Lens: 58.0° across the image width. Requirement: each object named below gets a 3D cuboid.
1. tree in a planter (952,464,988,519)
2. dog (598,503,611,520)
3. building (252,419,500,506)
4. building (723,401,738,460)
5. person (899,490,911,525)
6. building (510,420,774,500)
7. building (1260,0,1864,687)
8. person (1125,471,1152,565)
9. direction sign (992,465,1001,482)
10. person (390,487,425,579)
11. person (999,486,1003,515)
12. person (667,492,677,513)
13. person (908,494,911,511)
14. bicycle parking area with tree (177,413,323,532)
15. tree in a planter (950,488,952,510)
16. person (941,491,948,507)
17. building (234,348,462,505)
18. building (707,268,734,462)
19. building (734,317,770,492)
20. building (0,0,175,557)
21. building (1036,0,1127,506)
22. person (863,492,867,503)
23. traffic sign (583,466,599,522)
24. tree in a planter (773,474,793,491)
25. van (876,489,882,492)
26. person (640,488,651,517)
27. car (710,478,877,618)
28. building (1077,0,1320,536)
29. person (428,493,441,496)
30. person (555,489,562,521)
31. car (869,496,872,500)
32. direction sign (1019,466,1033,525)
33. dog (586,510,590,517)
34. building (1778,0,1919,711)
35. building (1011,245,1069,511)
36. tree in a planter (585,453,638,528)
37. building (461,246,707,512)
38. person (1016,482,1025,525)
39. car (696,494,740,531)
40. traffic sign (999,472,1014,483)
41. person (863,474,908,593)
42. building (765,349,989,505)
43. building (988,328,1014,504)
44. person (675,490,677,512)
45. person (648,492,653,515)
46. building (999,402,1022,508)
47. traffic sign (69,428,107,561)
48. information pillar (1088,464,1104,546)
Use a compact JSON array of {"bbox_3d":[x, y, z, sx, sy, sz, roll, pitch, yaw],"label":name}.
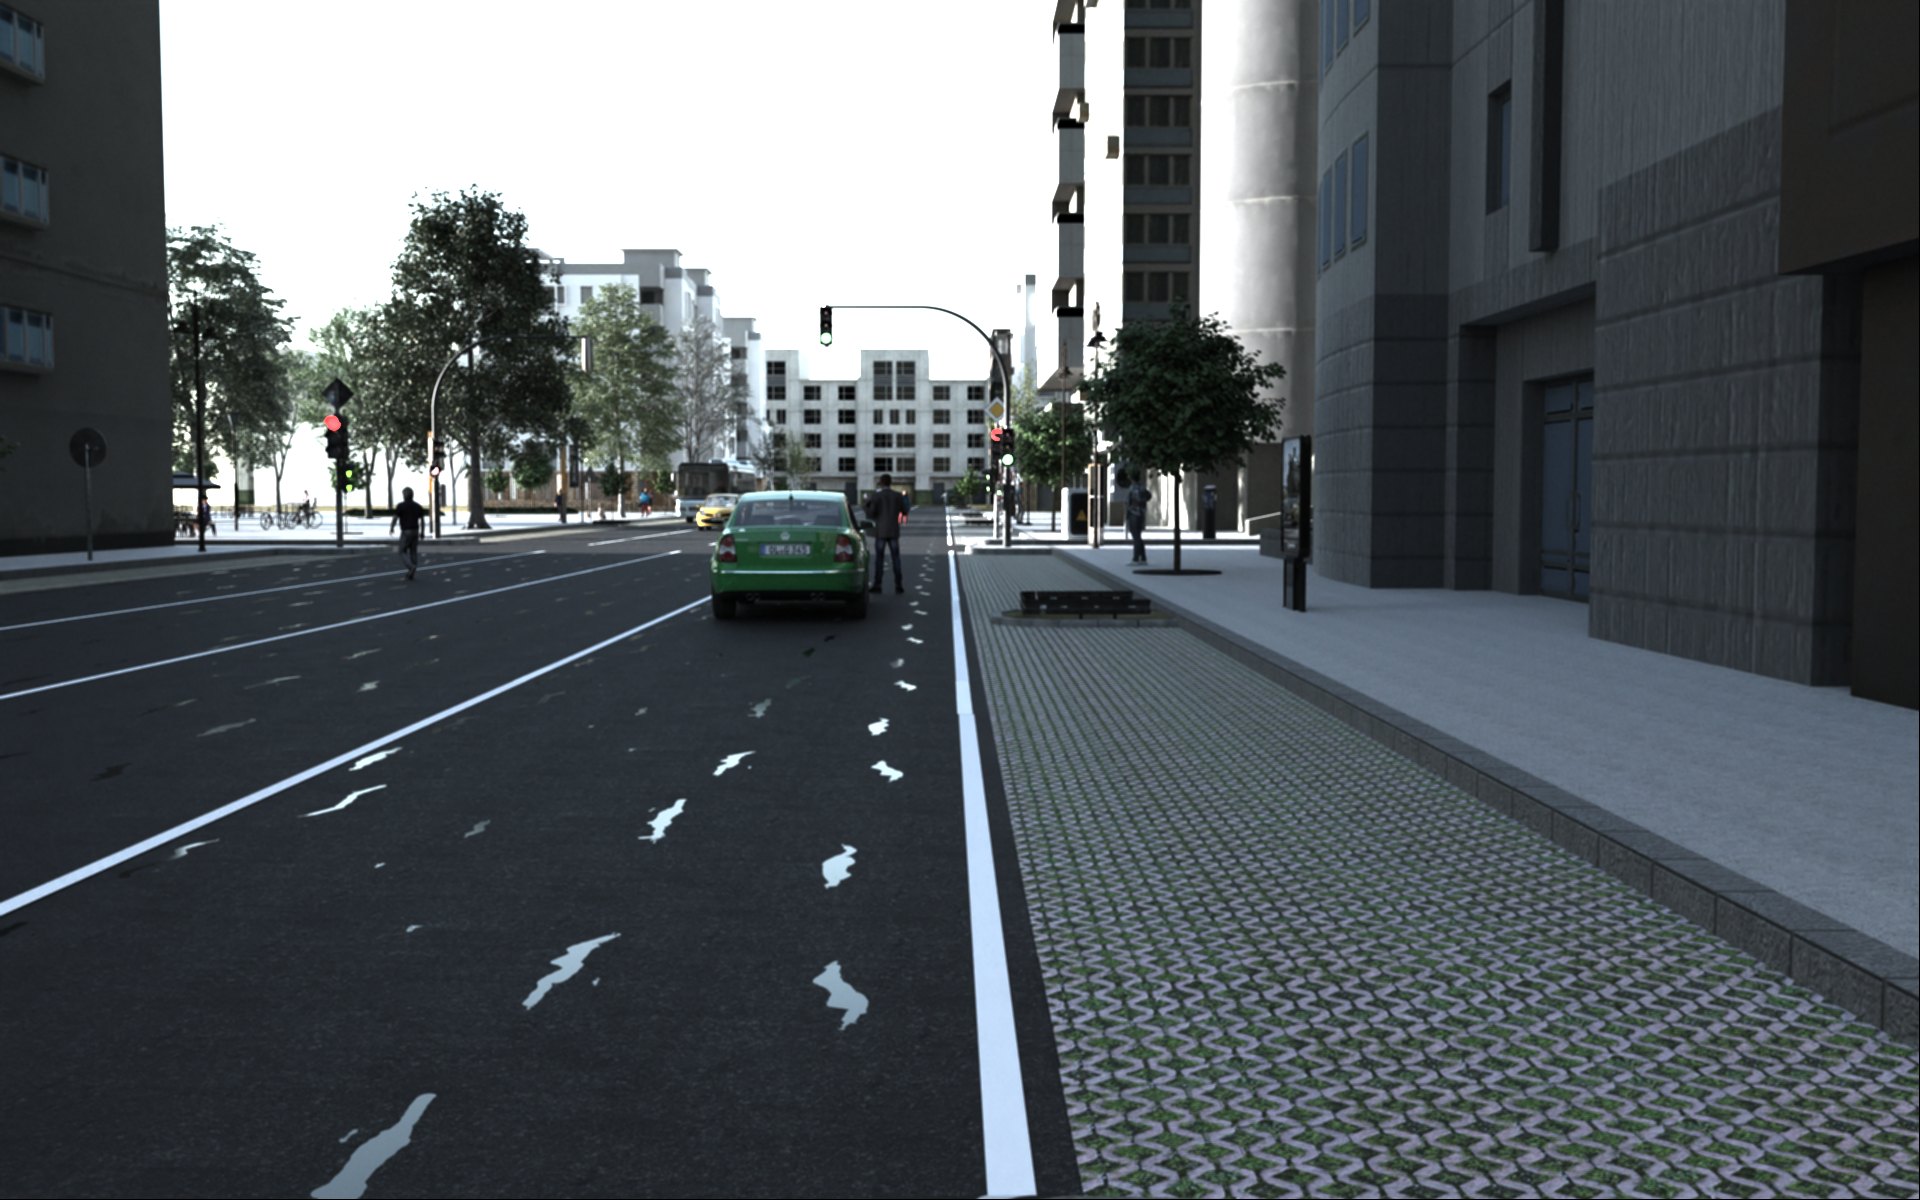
[{"bbox_3d":[0.656,-6.378,101.506,1.991,3.239,1.994,0,4,0],"label":"tree in a planter"},{"bbox_3d":[-17.853,-4.438,86.937,0.800,0.831,0.513,-3,4,-37],"label":"dog"},{"bbox_3d":[-63.537,-15.418,194.227,28.070,9.664,9.099,0,4,0],"label":"building"},{"bbox_3d":[-25.465,-13.515,163.114,9.099,9.664,28.070,0,4,0],"label":"building"},{"bbox_3d":[-2.573,-4.249,79.667,0.593,1.614,0.444,1,4,19],"label":"person"},{"bbox_3d":[-35.478,-15.502,195.598,28.070,9.664,9.099,0,4,0],"label":"building"},{"bbox_3d":[16.042,-29.469,23.815,21.231,58.520,28.212,0,4,0],"label":"building"},{"bbox_3d":[3.189,-1.492,31.166,0.376,1.734,0.841,2,4,28],"label":"person"},{"bbox_3d":[2.425,-7.554,115.511,0.379,3.537,0.876,3,5,44],"label":"direction sign"},{"bbox_3d":[-9.329,-1.130,29.181,0.569,1.553,0.471,-1,4,-11],"label":"person"},{"bbox_3d":[2.593,-6.047,105.053,0.789,1.805,0.875,1,4,14],"label":"person"},{"bbox_3d":[-19.782,-6.763,119.811,0.799,1.438,0.628,-2,4,-27],"label":"person"},{"bbox_3d":[-4.358,-8.271,146.969,0.421,1.427,0.697,-1,4,-20],"label":"person"},{"bbox_3d":[-28.202,-4.594,62.119,8.231,4.147,9.016,2,4,25],"label":"bicycle parking area with tree"},{"bbox_3d":[0.241,-9.453,151.779,1.991,3.239,1.994,0,4,0],"label":"tree in a planter"},{"bbox_3d":[-1.567,-11.614,198.463,1.350,1.814,0.705,1,4,21],"label":"person"},{"bbox_3d":[-72.408,-21.524,218.367,31.486,18.905,16.747,0,4,0],"label":"building"},{"bbox_3d":[-27.583,-17.506,142.640,16.016,20.091,11.380,0,4,0],"label":"building"},{"bbox_3d":[-28.372,-19.941,182.459,16.016,20.091,11.380,0,4,0],"label":"building"},{"bbox_3d":[-29.908,-24.900,30.815,21.600,48.544,21.300,0,4,0],"label":"building"},{"bbox_3d":[18.982,-31.892,110.671,28.713,52.752,27.495,0,4,0],"label":"building"},{"bbox_3d":[-10.465,-11.175,192.146,0.436,1.711,0.756,3,5,39],"label":"person"},{"bbox_3d":[-17.242,-4.939,80.756,0.884,2.594,0.081,0,4,3],"label":"traffic sign"},{"bbox_3d":[-15.591,-9.441,151.576,1.991,3.239,1.994,0,4,0],"label":"tree in a planter"},{"bbox_3d":[-6.738,-9.050,154.982,2.013,2.044,4.112,0,4,1],"label":"van"},{"bbox_3d":[-17.441,-5.395,95.959,0.444,1.614,0.593,-3,5,-43],"label":"person"},{"bbox_3d":[-2.016,-0.769,21.372,1.959,1.807,4.718,0,4,-2],"label":"car"},{"bbox_3d":[17.120,-22.880,65.962,23.993,40.220,32.217,0,4,0],"label":"building"},{"bbox_3d":[-23.257,-4.233,76.716,0.566,1.644,0.517,-3,4,-36],"label":"person"},{"bbox_3d":[-19.087,-4.533,82.702,0.480,1.512,0.613,-1,4,-9],"label":"person"},{"bbox_3d":[-5.658,-6.685,121.886,1.945,1.354,3.894,0,4,1],"label":"car"},{"bbox_3d":[2.807,-4.843,71.185,0.876,3.537,0.379,3,4,37],"label":"direction sign"},{"bbox_3d":[-20.402,-4.747,95.343,0.550,0.427,0.748,2,4,31],"label":"dog"},{"bbox_3d":[12.269,-21.583,2.998,14.600,45.320,14.200,0,4,0],"label":"building"},{"bbox_3d":[12.158,-17.191,137.499,16.016,20.091,11.380,0,4,0],"label":"building"},{"bbox_3d":[-14.950,-4.722,74.423,1.991,3.239,1.994,0,4,0],"label":"tree in a planter"},{"bbox_3d":[-28.234,-16.811,131.276,16.016,20.091,11.380,0,4,0],"label":"building"},{"bbox_3d":[2.570,-4.089,73.021,0.434,1.807,0.598,0,4,-4],"label":"person"},{"bbox_3d":[-9.436,-3.590,68.925,2.015,1.641,3.980,0,4,-2],"label":"car"},{"bbox_3d":[2.452,-5.571,91.196,0.768,2.556,0.104,1,4,9],"label":"traffic sign"},{"bbox_3d":[-1.086,-0.969,25.157,0.655,1.722,0.431,-1,4,-16],"label":"person"},{"bbox_3d":[-12.265,-21.574,219.198,31.486,18.905,16.747,0,4,0],"label":"building"},{"bbox_3d":[20.241,-23.264,224.348,32.646,21.610,27.936,0,4,0],"label":"building"},{"bbox_3d":[-20.274,-7.248,124.699,0.789,1.805,0.875,-1,4,-17],"label":"person"},{"bbox_3d":[-18.926,-5.893,105.631,0.421,1.427,0.697,1,4,9],"label":"person"},{"bbox_3d":[8.366,-13.182,157.679,9.099,9.664,28.070,0,4,0],"label":"building"},{"bbox_3d":[-16.778,-2.032,33.332,0.768,2.556,0.104,0,4,7],"label":"traffic sign"},{"bbox_3d":[3.375,-2.347,42.862,0.304,2.012,0.304,2,4,27],"label":"information pillar"}]
